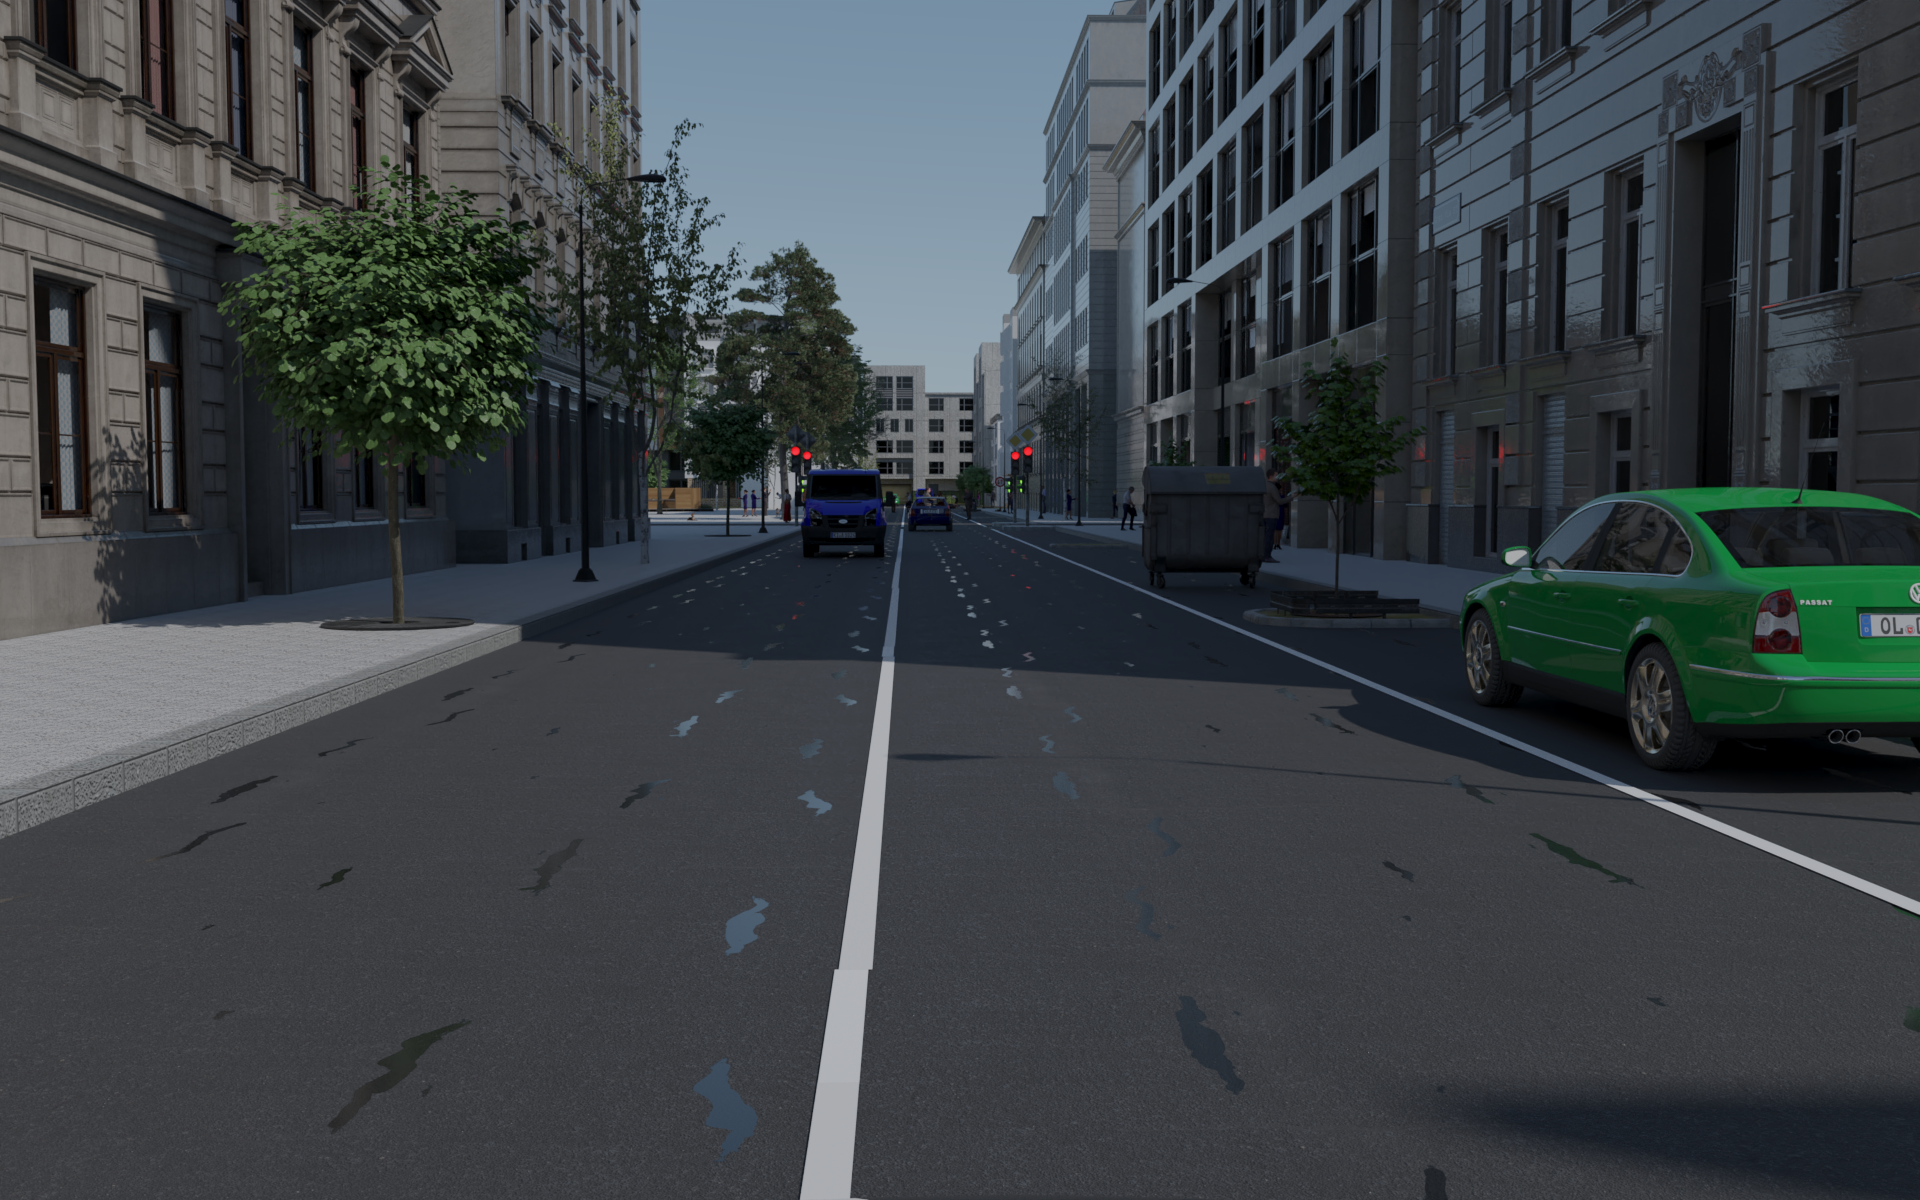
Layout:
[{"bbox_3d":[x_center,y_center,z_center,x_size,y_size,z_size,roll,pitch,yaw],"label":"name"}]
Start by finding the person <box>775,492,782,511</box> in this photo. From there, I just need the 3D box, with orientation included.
[{"bbox_3d":[-13.330,-7.315,128.835,0.799,1.438,0.628,-1,4,-16],"label":"person"}]

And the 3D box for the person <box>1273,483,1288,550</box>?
[{"bbox_3d":[7.343,-1.933,40.023,0.453,1.535,0.546,0,4,5],"label":"person"}]

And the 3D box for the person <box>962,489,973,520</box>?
[{"bbox_3d":[0.400,-5.288,95.651,0.565,1.739,0.600,3,5,43],"label":"person"}]

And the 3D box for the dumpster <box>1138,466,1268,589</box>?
[{"bbox_3d":[3.732,-1.130,26.694,1.865,1.857,1.264,0,4,-1],"label":"dumpster"}]

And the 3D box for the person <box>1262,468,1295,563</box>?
[{"bbox_3d":[5.963,-1.579,32.396,0.750,1.759,0.617,0,4,0],"label":"person"}]

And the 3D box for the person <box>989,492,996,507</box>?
[{"bbox_3d":[3.011,-9.854,167.683,0.750,1.759,0.617,-3,4,-38],"label":"person"}]

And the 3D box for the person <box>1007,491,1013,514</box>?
[{"bbox_3d":[3.291,-6.375,111.739,0.593,1.643,0.415,2,4,31],"label":"person"}]

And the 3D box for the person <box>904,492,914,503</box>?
[{"bbox_3d":[-5.991,-11.935,204.373,1.217,1.736,0.721,-1,4,-15],"label":"person"}]

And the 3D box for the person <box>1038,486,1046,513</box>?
[{"bbox_3d":[5.393,-6.612,114.017,0.599,1.838,0.709,0,4,3],"label":"person"}]

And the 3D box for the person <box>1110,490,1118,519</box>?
[{"bbox_3d":[8.142,-4.983,90.055,0.613,1.512,0.480,-1,4,-14],"label":"person"}]

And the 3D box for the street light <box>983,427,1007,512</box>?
[{"bbox_3d":[2.572,-9.064,120.735,1.470,5.913,1.316,0,4,-2],"label":"street light"}]

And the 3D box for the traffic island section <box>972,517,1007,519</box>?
[{"bbox_3d":[1.697,-4.828,101.796,1.991,0.108,1.994,0,4,-2],"label":"traffic island section"}]

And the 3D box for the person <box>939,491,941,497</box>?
[{"bbox_3d":[-2.658,-13.121,222.967,0.705,1.831,1.348,0,4,-1],"label":"person"}]

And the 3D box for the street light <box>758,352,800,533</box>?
[{"bbox_3d":[-5.923,-5.148,56.703,1.470,5.913,1.316,0,4,-2],"label":"street light"}]

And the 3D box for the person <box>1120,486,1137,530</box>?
[{"bbox_3d":[5.959,-3.230,61.059,0.590,1.554,0.614,0,4,8],"label":"person"}]

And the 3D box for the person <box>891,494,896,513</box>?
[{"bbox_3d":[-5.152,-7.509,133.538,0.482,1.546,0.388,3,5,44],"label":"person"}]

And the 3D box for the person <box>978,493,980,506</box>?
[{"bbox_3d":[1.912,-10.509,181.093,0.599,1.433,0.991,-1,4,-14],"label":"person"}]

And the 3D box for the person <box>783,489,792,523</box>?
[{"bbox_3d":[-7.665,-4.182,76.889,0.387,1.526,0.523,-2,4,-24],"label":"person"}]

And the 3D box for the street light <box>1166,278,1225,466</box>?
[{"bbox_3d":[5.121,-3.963,37.337,1.470,5.913,1.316,0,4,-2],"label":"street light"}]

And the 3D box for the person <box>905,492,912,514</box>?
[{"bbox_3d":[-3.643,-6.918,123.824,0.590,1.554,0.614,-1,4,-10],"label":"person"}]

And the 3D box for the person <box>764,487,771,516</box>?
[{"bbox_3d":[-11.312,-5.792,101.552,0.742,1.727,0.445,2,4,24],"label":"person"}]

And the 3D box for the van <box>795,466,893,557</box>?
[{"bbox_3d":[-2.720,-2.246,41.105,2.240,2.365,5.245,0,4,-3],"label":"van"}]

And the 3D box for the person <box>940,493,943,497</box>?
[{"bbox_3d":[-1.146,-6.009,109.211,0.387,1.526,0.523,1,4,11],"label":"person"}]

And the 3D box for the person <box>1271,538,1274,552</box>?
[{"bbox_3d":[6.115,-1.609,34.567,0.499,1.552,0.429,1,4,15],"label":"person"}]

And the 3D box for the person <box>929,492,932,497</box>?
[{"bbox_3d":[-2.781,-9.213,159.959,0.721,1.723,1.217,-2,4,-35],"label":"person"}]

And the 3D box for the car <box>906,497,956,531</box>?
[{"bbox_3d":[-1.145,-3.389,67.994,1.945,1.354,3.894,0,3,0],"label":"car"}]

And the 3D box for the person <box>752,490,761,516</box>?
[{"bbox_3d":[-11.709,-5.547,99.113,0.453,1.535,0.546,2,4,31],"label":"person"}]

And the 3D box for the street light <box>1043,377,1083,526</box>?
[{"bbox_3d":[4.225,-5.905,69.081,1.470,5.913,1.316,0,4,-2],"label":"street light"}]

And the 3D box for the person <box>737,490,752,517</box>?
[{"bbox_3d":[-12.062,-5.381,96.392,0.546,1.535,0.453,-2,4,-25],"label":"person"}]

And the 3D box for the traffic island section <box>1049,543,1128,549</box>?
[{"bbox_3d":[3.422,-1.447,46.517,1.991,0.108,1.994,0,4,-2],"label":"traffic island section"}]

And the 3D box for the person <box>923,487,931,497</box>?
[{"bbox_3d":[-1.397,-4.500,82.599,0.750,1.759,0.617,-1,4,-13],"label":"person"}]

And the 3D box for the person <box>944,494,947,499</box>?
[{"bbox_3d":[-1.631,-11.748,203.797,0.599,1.433,0.991,1,4,12],"label":"person"}]

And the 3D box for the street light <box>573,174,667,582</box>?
[{"bbox_3d":[-4.954,-3.224,25.253,1.470,5.913,1.316,0,4,-2],"label":"street light"}]

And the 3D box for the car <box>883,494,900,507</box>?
[{"bbox_3d":[-7.979,-11.759,201.052,1.959,1.807,4.718,0,4,-2],"label":"car"}]

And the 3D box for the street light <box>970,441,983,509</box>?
[{"bbox_3d":[1.548,-10.987,152.183,1.470,5.913,1.316,0,4,-2],"label":"street light"}]

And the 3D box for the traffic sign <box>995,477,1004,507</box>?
[{"bbox_3d":[2.930,-7.728,126.465,0.768,2.556,0.104,0,4,5],"label":"traffic sign"}]

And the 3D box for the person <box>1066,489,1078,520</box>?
[{"bbox_3d":[5.561,-4.777,86.519,0.546,1.535,0.453,-1,4,-17],"label":"person"}]

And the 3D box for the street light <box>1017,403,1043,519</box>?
[{"bbox_3d":[3.618,-7.112,88.816,1.470,5.913,1.316,0,4,-2],"label":"street light"}]

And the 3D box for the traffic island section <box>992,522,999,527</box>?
[{"bbox_3d":[2.466,-3.355,77.143,2.009,0.180,2.903,0,4,-2],"label":"traffic island section"}]

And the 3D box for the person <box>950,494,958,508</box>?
[{"bbox_3d":[-0.582,-9.960,174.537,0.799,1.438,0.628,-1,4,-21],"label":"person"}]

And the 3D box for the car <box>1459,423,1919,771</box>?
[{"bbox_3d":[4.422,-0.095,10.351,1.959,1.807,4.718,0,4,-2],"label":"car"}]

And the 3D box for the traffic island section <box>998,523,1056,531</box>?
[{"bbox_3d":[2.714,-2.867,69.162,2.009,0.180,2.903,0,4,-2],"label":"traffic island section"}]

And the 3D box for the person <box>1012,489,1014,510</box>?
[{"bbox_3d":[4.204,-7.887,135.931,0.436,1.711,0.756,1,4,19],"label":"person"}]
